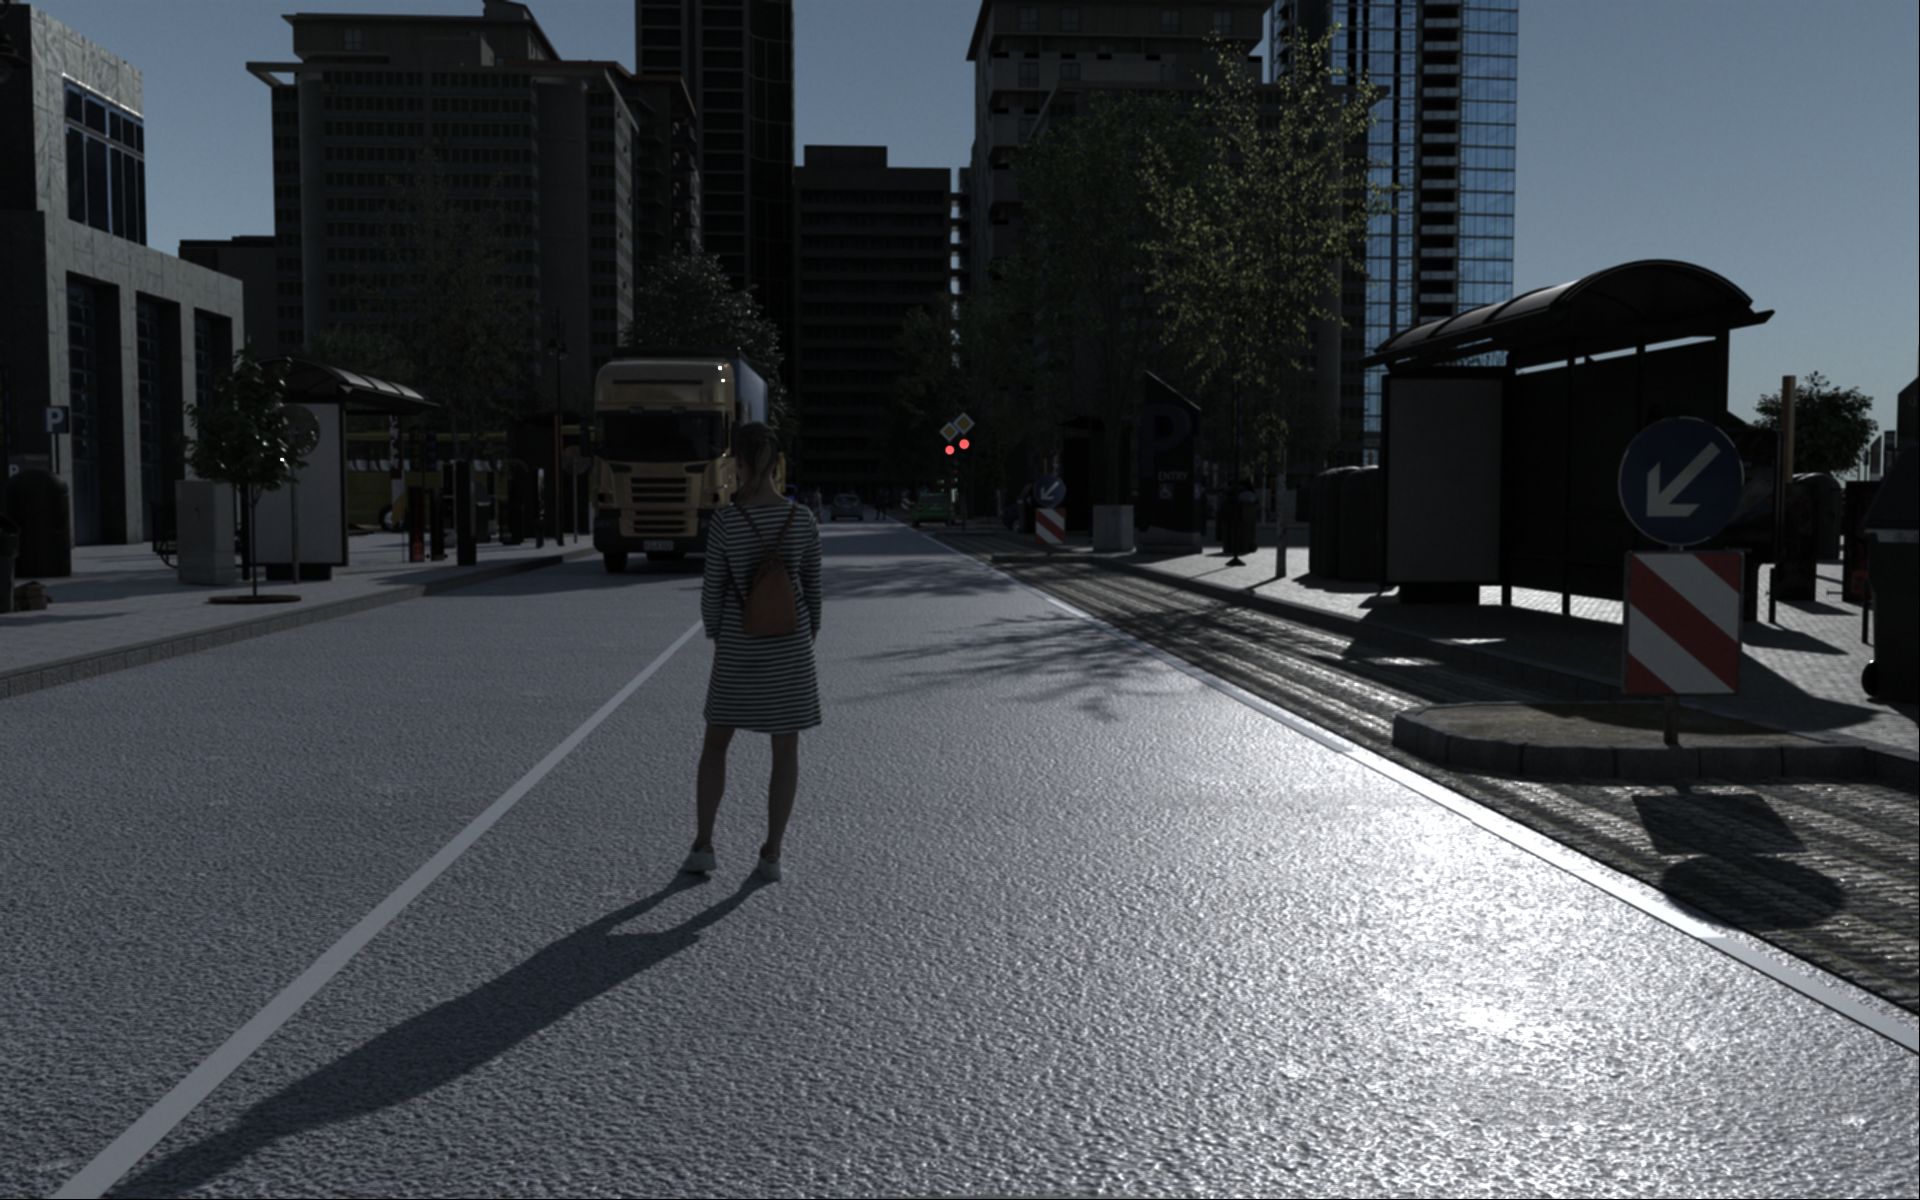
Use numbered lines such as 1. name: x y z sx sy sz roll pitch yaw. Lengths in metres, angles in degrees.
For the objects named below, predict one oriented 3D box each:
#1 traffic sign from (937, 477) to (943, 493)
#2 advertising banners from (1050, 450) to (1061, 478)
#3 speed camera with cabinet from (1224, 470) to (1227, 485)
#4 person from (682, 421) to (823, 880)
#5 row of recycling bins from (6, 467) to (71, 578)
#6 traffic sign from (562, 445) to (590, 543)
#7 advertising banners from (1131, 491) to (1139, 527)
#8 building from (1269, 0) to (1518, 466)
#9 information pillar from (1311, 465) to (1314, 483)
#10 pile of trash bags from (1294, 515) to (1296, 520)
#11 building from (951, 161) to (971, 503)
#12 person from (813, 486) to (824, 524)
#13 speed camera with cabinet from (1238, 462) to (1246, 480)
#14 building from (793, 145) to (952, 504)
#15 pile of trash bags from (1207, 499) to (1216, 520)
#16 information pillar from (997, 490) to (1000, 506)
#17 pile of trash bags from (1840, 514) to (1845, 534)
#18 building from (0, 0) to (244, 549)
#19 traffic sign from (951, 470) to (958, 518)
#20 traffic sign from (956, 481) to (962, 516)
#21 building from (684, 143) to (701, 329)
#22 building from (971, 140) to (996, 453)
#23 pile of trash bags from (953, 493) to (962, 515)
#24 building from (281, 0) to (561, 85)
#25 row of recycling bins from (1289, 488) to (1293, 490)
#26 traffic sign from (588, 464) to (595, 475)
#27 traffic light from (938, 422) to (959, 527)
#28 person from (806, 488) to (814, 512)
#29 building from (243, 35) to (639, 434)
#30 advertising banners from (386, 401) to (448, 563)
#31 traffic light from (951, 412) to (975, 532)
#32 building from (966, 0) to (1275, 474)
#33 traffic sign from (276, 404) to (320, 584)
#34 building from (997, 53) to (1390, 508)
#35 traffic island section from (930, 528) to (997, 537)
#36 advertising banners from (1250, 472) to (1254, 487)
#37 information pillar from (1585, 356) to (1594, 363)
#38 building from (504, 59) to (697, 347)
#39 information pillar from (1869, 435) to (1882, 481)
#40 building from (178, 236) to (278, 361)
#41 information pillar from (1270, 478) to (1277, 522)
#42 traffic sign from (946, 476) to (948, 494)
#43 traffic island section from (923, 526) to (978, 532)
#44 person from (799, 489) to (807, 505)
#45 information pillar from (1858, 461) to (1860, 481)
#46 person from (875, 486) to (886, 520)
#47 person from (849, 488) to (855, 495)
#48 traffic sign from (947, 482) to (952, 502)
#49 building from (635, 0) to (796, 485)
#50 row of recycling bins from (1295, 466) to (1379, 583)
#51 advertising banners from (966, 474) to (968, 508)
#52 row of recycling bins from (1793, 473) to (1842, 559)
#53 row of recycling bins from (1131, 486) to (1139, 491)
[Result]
1. traffic sign: -1.304 -7.372 120.636 0.768 2.556 0.104 0 4 4
2. advertising banners: 4.274 -4.380 67.806 0.090 3.025 2.074 -3 5 -43
3. speed camera with cabinet: 20.887 -8.439 132.314 2.038 3.252 0.660 2 4 31
4. person: -0.751 0.185 6.478 0.512 1.701 0.522 -2 4 -23
5. row of recycling bins: -15.265 -1.150 25.908 3.534 1.692 1.069 -3 5 -41
6. traffic sign: -10.050 -2.758 45.207 0.768 2.556 0.104 0 4 -1
7. advertising banners: 7.500 -4.350 67.310 2.074 3.025 0.090 -1 4 -14
8. building: 50.444 -54.370 201.613 31.000 86.520 22.319 0 4 -4
9. information pillar: 28.380 -9.061 139.502 0.183 3.616 0.504 0 4 -2
10. pile of trash bags: 18.365 -4.691 86.442 3.447 1.369 1.912 2 4 34
11. building: 13.505 -38.350 246.630 30.456 49.044 23.786 0 4 -4
12. person: -6.816 -4.511 82.347 0.778 1.811 0.616 2 4 26
13. speed camera with cabinet: 17.952 -6.857 106.449 2.038 3.252 0.660 3 4 39
14. building: -12.422 -37.931 243.877 21.600 48.544 21.300 0 4 -4
15. pile of trash bags: 10.805 -4.611 85.148 3.447 1.369 1.912 -1 4 -10
16. information pillar: 2.680 -7.348 124.634 0.304 2.012 0.304 -3 5 -39
17. pile of trash bags: 28.905 -2.790 55.369 3.447 1.369 1.912 1 4 14
18. building: -36.356 -44.357 37.909 31.000 86.520 22.319 0 4 -4
19. traffic sign: -0.245 -5.706 93.393 0.768 2.556 0.104 0 4 3
20. traffic sign: -0.225 -6.300 103.109 0.768 2.556 0.104 0 4 1
21. building: -37.401 -31.661 201.259 14.086 41.232 14.154 0 4 -4
22. building: 8.203 -31.771 203.054 14.154 41.232 14.086 0 4 -4
23. pile of trash bags: 0.346 -6.012 108.053 1.912 1.369 3.447 1 4 10
24. building: -58.321 -36.884 192.288 27.495 52.752 28.713 0 4 -4
25. row of recycling bins: 16.266 -4.440 79.707 1.069 1.692 3.534 0 4 -5
26. traffic sign: -10.191 -3.025 49.468 0.884 2.594 0.081 0 4 6
27. traffic light: -0.433 -4.789 67.225 0.839 4.253 0.868 0 4 -4
28. person: -10.439 -6.844 120.197 0.655 1.846 0.447 -1 4 -12
29. building: -41.734 -28.102 151.354 32.217 40.220 23.993 0 4 -4
30. advertising banners: -10.194 -2.220 32.477 0.090 3.025 2.074 1 4 13
31. traffic light: 0.107 -4.302 59.258 0.839 4.253 0.868 0 4 -4
32. building: 15.923 -36.281 182.424 28.713 52.752 27.495 0 4 -4
33. traffic sign: -9.476 -1.500 24.638 0.768 2.556 0.104 0 4 2
34. building: 19.592 -28.458 157.176 32.217 40.220 23.993 0 4 -4
35. traffic island section: 0.148 -2.269 59.374 2.009 0.180 2.903 0 4 -4
36. advertising banners: 23.951 -8.751 139.269 2.074 3.025 0.090 -3 5 -42
37. information pillar: 10.591 -2.291 28.810 0.504 3.616 0.183 2 4 32
38. building: -38.707 -32.002 177.860 22.147 44.769 28.867 0 4 -4
39. information pillar: 36.554 -4.760 69.184 0.504 3.616 0.183 -1 4 -19
40. building: -79.539 -26.099 198.424 14.107 30.474 14.160 0 4 -4
41. information pillar: 14.442 -4.581 79.395 0.304 2.012 0.304 -3 5 -43
42. traffic sign: -0.925 -7.402 121.021 0.884 2.594 0.081 0 4 -1
43. traffic island section: -0.392 -2.756 67.341 2.009 0.180 2.903 0 4 -4
44. person: -13.327 -8.475 147.044 1.348 1.826 0.705 3 4 36
45. information pillar: 62.597 -7.908 120.657 0.183 3.616 0.504 2 4 35
46. person: -4.359 -5.302 94.966 0.659 1.850 0.755 -3 4 -39
47. person: -7.330 -6.734 118.560 0.622 1.834 0.822 2 4 27
48. traffic sign: -0.571 -7.226 118.155 0.884 2.594 0.081 0 4 -1
49. building: -33.374 -49.050 240.218 20.611 71.187 20.563 0 4 -4
50. row of recycling bins: 6.024 -1.199 26.711 1.069 1.692 3.534 0 4 2
51. advertising banners: 0.411 -5.868 92.125 0.090 3.025 2.074 0 4 4
52. row of recycling bins: 17.177 -1.748 35.690 1.069 1.692 3.534 0 4 7
53. row of recycling bins: 8.856 -5.107 90.612 1.069 1.692 3.534 -1 4 -15
